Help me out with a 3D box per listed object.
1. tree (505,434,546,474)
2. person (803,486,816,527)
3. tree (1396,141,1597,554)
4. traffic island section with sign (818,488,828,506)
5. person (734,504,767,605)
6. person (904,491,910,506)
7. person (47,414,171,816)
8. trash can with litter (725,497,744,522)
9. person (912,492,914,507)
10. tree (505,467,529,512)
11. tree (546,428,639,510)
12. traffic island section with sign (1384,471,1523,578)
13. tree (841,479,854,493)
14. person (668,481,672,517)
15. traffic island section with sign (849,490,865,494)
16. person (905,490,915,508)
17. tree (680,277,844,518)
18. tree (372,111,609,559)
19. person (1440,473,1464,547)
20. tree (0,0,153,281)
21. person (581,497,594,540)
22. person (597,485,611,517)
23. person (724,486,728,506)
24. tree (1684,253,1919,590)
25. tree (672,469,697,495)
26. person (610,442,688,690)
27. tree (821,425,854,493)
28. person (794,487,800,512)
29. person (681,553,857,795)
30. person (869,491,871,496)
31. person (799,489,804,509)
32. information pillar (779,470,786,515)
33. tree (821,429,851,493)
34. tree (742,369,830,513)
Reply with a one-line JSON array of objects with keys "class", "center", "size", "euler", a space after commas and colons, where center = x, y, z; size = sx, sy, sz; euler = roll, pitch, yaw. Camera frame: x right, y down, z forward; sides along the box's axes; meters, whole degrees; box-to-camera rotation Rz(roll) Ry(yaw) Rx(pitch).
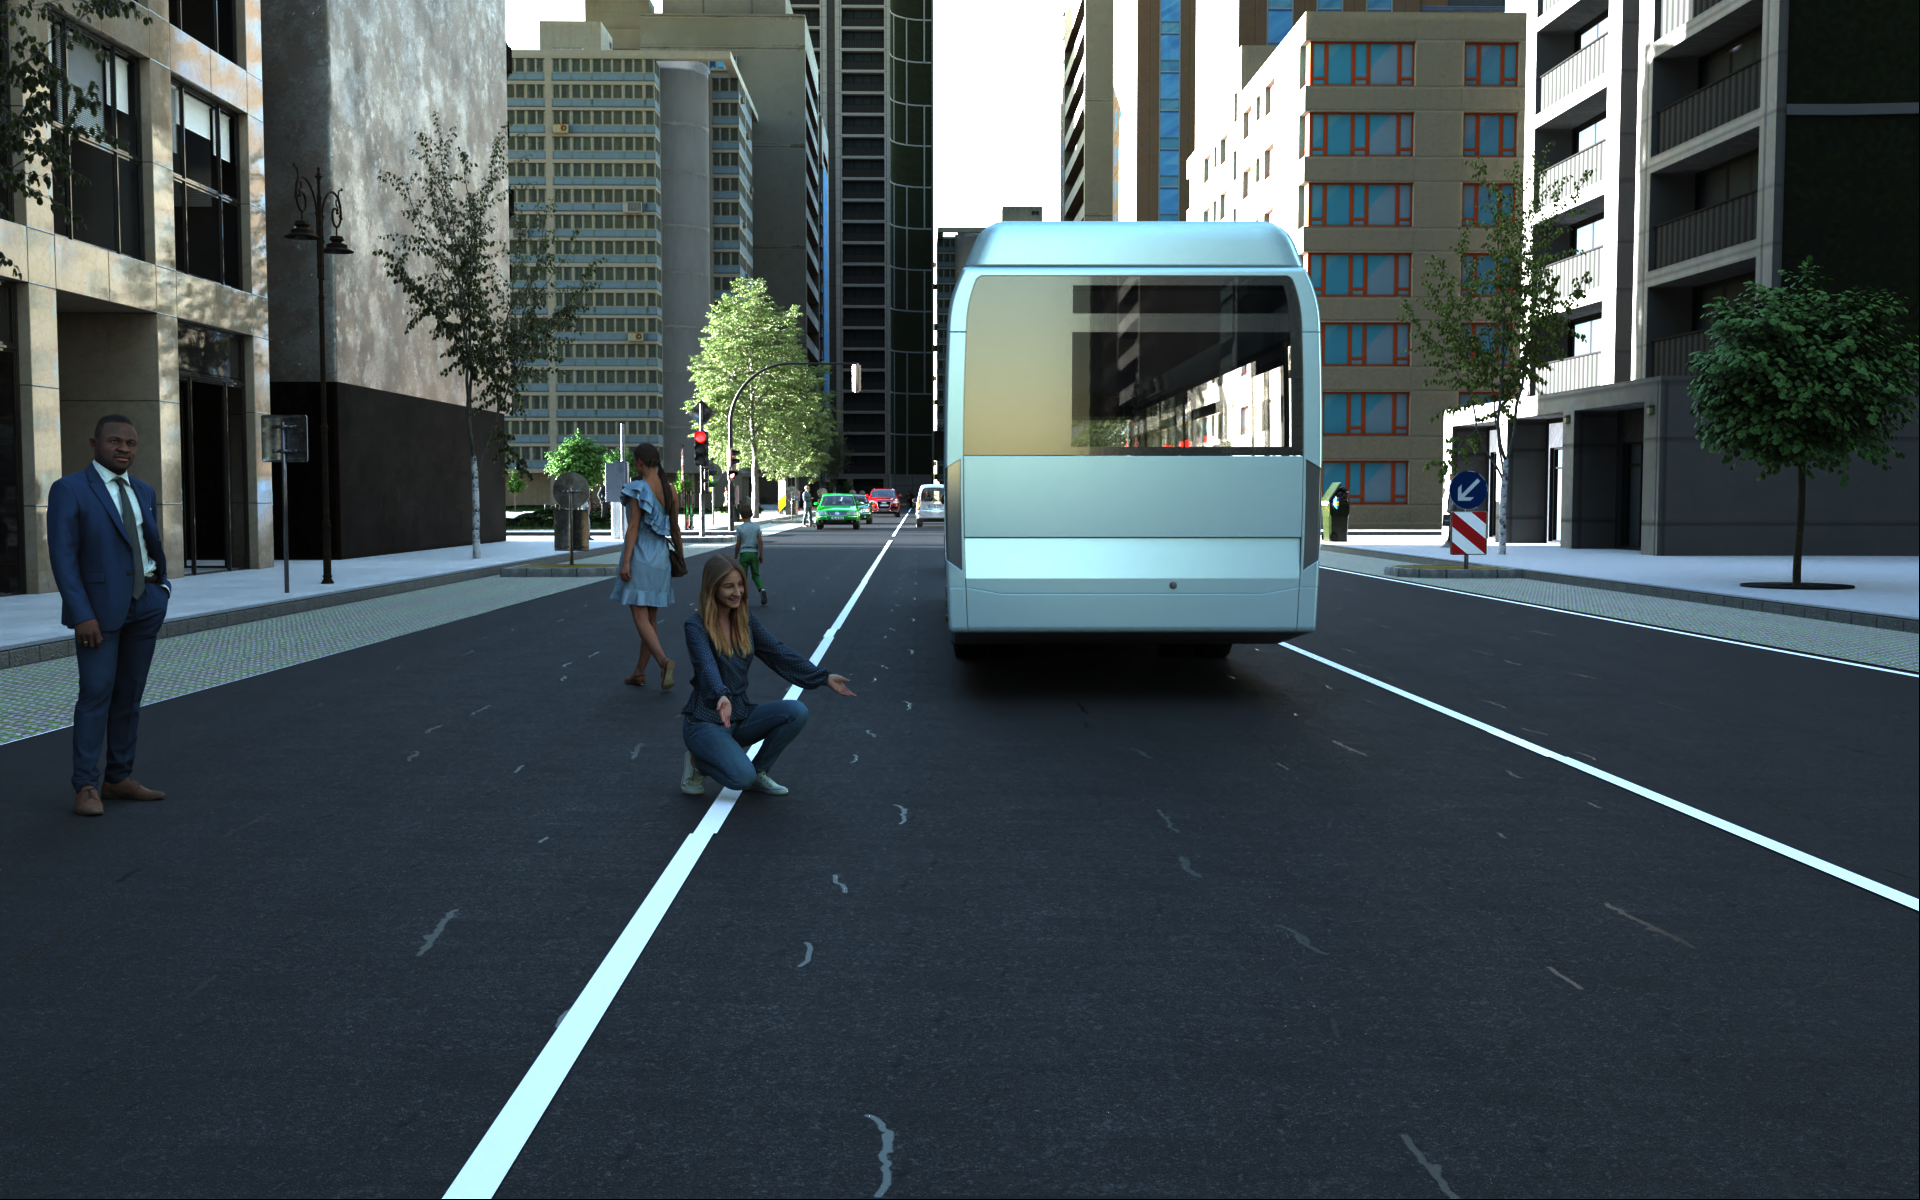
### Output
[{"class": "tree", "center": [-20.239, -5.402, 72.035], "size": [4.285, 4.588, 4.351], "euler": [0, 3, 0]}, {"class": "person", "center": [-6.547, -4.072, 75.255], "size": [0.590, 1.801, 0.661], "euler": [1, 4, 19]}, {"class": "tree", "center": [11.546, -5.292, 36.885], "size": [4.737, 8.622, 4.395], "euler": [0, 3, 0]}, {"class": "traffic island section with sign", "center": [-8.802, -6.306, 111.726], "size": [1.989, 1.847, 2.006], "euler": [0, 4, -1]}, {"class": "person", "center": [-2.701, -0.586, 22.332], "size": [0.306, 1.304, 0.590], "euler": [-3, 4, -39]}, {"class": "person", "center": [-6.081, -12.115, 206.670], "size": [1.348, 1.812, 0.705], "euler": [1, 4, 14]}, {"class": "person", "center": [-3.942, 0.040, 8.023], "size": [0.419, 1.800, 0.721], "euler": [1, 4, 15]}, {"class": "trash can with litter", "center": [-10.195, -4.144, 79.142], "size": [0.624, 1.170, 1.055], "euler": [2, 4, 27]}, {"class": "person", "center": [-5.403, -11.486, 197.120], "size": [0.721, 1.723, 1.217], "euler": [1, 4, 15]}, {"class": "tree", "center": [-31.741, -7.888, 123.567], "size": [1.663, 3.219, 1.824], "euler": [0, 3, 0]}, {"class": "tree", "center": [-18.773, -6.234, 85.639], "size": [4.285, 4.588, 4.351], "euler": [0, 3, 0]}, {"class": "traffic island section with sign", "center": [8.513, -1.320, 30.204], "size": [1.989, 1.847, 2.006], "euler": [0, 4, -1]}, {"class": "tree", "center": [-13.438, -12.806, 203.986], "size": [1.663, 3.219, 1.824], "euler": [0, 3, 0]}, {"class": "person", "center": [-12.429, -4.132, 73.623], "size": [0.620, 1.820, 0.660], "euler": [1, 4, 18]}, {"class": "traffic island section with sign", "center": [-9.944, -9.362, 161.689], "size": [1.989, 1.847, 2.006], "euler": [0, 4, -1]}, {"class": "person", "center": [-5.004, -10.234, 175.966], "size": [1.348, 1.807, 0.705], "euler": [3, 5, 40]}, {"class": "tree", "center": [-11.168, -10.602, 91.462], "size": [7.486, 12.596, 7.792], "euler": [0, 3, 0]}, {"class": "tree", "center": [-9.389, -5.128, 34.210], "size": [4.360, 8.622, 3.978], "euler": [0, 3, 0]}, {"class": "person", "center": [11.852, -2.152, 41.412], "size": [0.728, 1.800, 0.709], "euler": [1, 4, 20]}, {"class": "tree", "center": [-9.041, -3.924, 14.524], "size": [4.360, 8.622, 3.978], "euler": [0, 3, 0]}, {"class": "person", "center": [-10.377, -2.314, 48.160], "size": [0.394, 1.301, 0.425], "euler": [-1, 4, -12]}, {"class": "person", "center": [-14.148, -3.910, 69.327], "size": [0.474, 1.900, 0.648], "euler": [2, 4, 27]}, {"class": "person", "center": [-16.399, -7.094, 122.022], "size": [0.713, 1.824, 0.794], "euler": [-1, 4, -16]}, {"class": "tree", "center": [11.510, -2.446, 23.706], "size": [4.285, 4.588, 4.351], "euler": [0, 3, 0]}, {"class": "tree", "center": [-19.551, -7.776, 121.740], "size": [1.663, 3.219, 1.824], "euler": [0, 3, 0]}, {"class": "person", "center": [-2.260, -0.258, 12.814], "size": [0.616, 1.811, 0.778], "euler": [-3, 4, -38]}, {"class": "tree", "center": [-13.302, -14.340, 184.819], "size": [4.360, 8.622, 3.978], "euler": [0, 3, 0]}, {"class": "person", "center": [-11.890, -7.322, 125.770], "size": [0.555, 1.821, 0.388], "euler": [0, 4, -7]}, {"class": "person", "center": [-0.953, 0.351, 8.256], "size": [0.738, 1.151, 1.012], "euler": [3, 5, 45]}, {"class": "person", "center": [-10.903, -12.281, 209.745], "size": [0.568, 1.767, 0.683], "euler": [0, 4, 8]}, {"class": "person", "center": [-13.970, -8.873, 152.031], "size": [0.541, 1.710, 0.530], "euler": [0, 4, -3]}, {"class": "information pillar", "center": [-11.148, -7.171, 108.604], "size": [0.504, 3.616, 0.183], "euler": [2, 4, 26]}, {"class": "tree", "center": [-14.204, -14.733, 191.254], "size": [4.737, 8.622, 4.395], "euler": [0, 3, 0]}, {"class": "tree", "center": [-12.719, -11.320, 119.491], "size": [8.767, 10.594, 7.601], "euler": [3, 5, 40]}]
